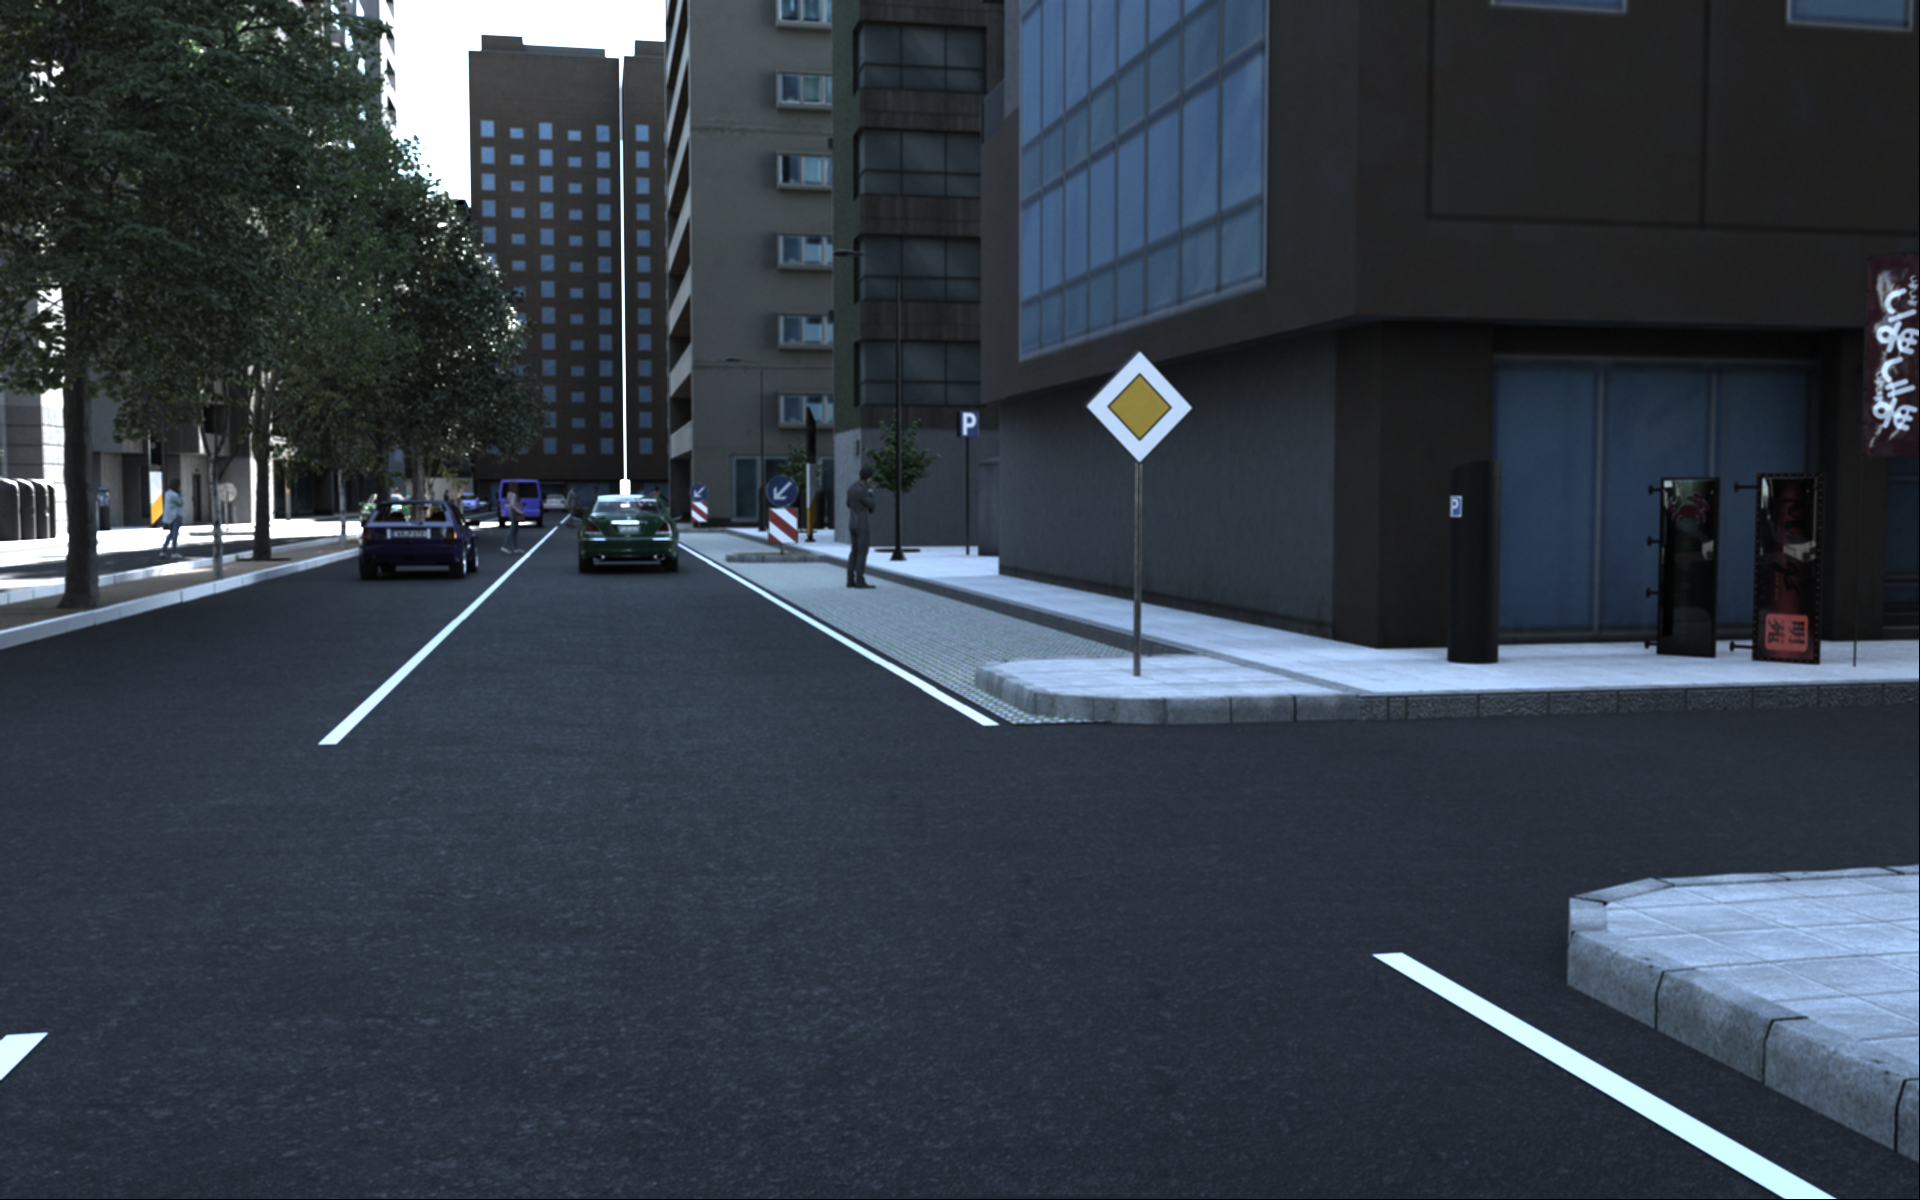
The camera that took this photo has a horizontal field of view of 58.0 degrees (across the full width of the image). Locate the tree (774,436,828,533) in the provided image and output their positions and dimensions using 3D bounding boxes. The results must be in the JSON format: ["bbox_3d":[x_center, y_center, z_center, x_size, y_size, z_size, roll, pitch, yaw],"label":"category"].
[{"bbox_3d":[-5.429,-3.862,57.747,1.663,3.219,1.824,0,3,0],"label":"tree"}]

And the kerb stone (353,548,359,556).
[{"bbox_3d":[-13.878,-1.055,39.440,0.120,0.150,1.000,-1,4,-12],"label":"kerb stone"}]

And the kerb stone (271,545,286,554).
[{"bbox_3d":[-16.562,-1.213,42.023,0.120,0.150,1.000,-1,4,-12],"label":"kerb stone"}]

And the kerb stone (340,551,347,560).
[{"bbox_3d":[-13.451,-0.932,37.441,0.120,0.150,1.000,-1,4,-12],"label":"kerb stone"}]

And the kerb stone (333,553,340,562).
[{"bbox_3d":[-13.232,-0.871,36.431,0.120,0.150,1.000,-1,4,-12],"label":"kerb stone"}]

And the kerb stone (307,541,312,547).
[{"bbox_3d":[-17.428,-1.459,46.046,0.120,0.150,1.000,-1,4,-12],"label":"kerb stone"}]

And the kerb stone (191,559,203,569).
[{"bbox_3d":[-14.647,-0.661,33.005,0.120,0.150,1.000,-1,4,-12],"label":"kerb stone"}]

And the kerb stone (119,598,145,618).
[{"bbox_3d":[-9.813,0.112,20.374,0.120,0.150,1.000,-1,4,-12],"label":"kerb stone"}]

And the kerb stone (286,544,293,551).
[{"bbox_3d":[-16.780,-1.274,43.025,0.120,0.150,1.000,-1,4,-12],"label":"kerb stone"}]

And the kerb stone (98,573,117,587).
[{"bbox_3d":[-13.376,-0.291,26.983,0.120,0.150,1.000,-1,4,-12],"label":"kerb stone"}]

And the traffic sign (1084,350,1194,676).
[{"bbox_3d":[1.246,-0.520,12.152,0.795,2.450,0.064,-1,4,-12],"label":"traffic sign"}]

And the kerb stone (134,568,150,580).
[{"bbox_3d":[-13.795,-0.415,28.996,0.120,0.150,1.000,-1,4,-12],"label":"kerb stone"}]

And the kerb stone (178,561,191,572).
[{"bbox_3d":[-14.433,-0.600,32.003,0.120,0.150,1.000,-1,4,-12],"label":"kerb stone"}]

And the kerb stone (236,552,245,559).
[{"bbox_3d":[-15.504,-0.898,37.010,0.120,0.150,1.000,-1,4,-12],"label":"kerb stone"}]

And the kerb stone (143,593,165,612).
[{"bbox_3d":[-10.033,0.050,21.378,0.120,0.150,1.000,-1,4,-12],"label":"kerb stone"}]

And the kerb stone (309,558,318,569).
[{"bbox_3d":[-12.584,-0.684,33.417,0.120,0.150,1.000,-1,4,-12],"label":"kerb stone"}]

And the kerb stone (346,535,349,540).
[{"bbox_3d":[-18.919,-1.888,53.057,0.120,0.150,1.000,-1,4,-12],"label":"kerb stone"}]

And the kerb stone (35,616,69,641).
[{"bbox_3d":[-9.176,0.296,17.362,0.120,0.150,1.000,-1,4,-12],"label":"kerb stone"}]

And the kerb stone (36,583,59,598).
[{"bbox_3d":[-12.724,-0.104,23.964,0.120,0.150,1.000,-1,4,-12],"label":"kerb stone"}]

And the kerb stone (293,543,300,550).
[{"bbox_3d":[-16.992,-1.336,44.034,0.120,0.150,1.000,-1,4,-12],"label":"kerb stone"}]

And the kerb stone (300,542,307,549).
[{"bbox_3d":[-17.208,-1.398,45.048,0.120,0.150,1.000,-1,4,-12],"label":"kerb stone"}]

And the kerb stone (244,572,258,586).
[{"bbox_3d":[-11.310,-0.318,27.400,0.120,0.150,1.000,-1,4,-12],"label":"kerb stone"}]

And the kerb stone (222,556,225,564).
[{"bbox_3d":[-15.070,-0.780,35.012,0.120,0.150,1.000,-1,4,-12],"label":"kerb stone"}]

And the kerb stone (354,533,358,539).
[{"bbox_3d":[-19.344,-2.010,55.066,0.120,0.150,1.000,-1,4,-12],"label":"kerb stone"}]

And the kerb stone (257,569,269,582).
[{"bbox_3d":[-11.525,-0.380,28.407,0.120,0.150,1.000,-1,4,-12],"label":"kerb stone"}]

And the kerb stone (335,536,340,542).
[{"bbox_3d":[-18.478,-1.760,51.057,0.120,0.150,1.000,-1,4,-12],"label":"kerb stone"}]

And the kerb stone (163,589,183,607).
[{"bbox_3d":[-10.252,-0.011,22.383,0.120,0.150,1.000,-1,4,-12],"label":"kerb stone"}]

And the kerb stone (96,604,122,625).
[{"bbox_3d":[-9.597,0.180,19.371,0.120,0.150,1.000,-1,4,-12],"label":"kerb stone"}]

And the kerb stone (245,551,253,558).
[{"bbox_3d":[-15.709,-0.967,38.015,0.120,0.150,1.000,-1,4,-12],"label":"kerb stone"}]

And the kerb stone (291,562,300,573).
[{"bbox_3d":[-12.165,-0.564,31.415,0.120,0.150,1.000,-1,4,-12],"label":"kerb stone"}]

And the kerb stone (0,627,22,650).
[{"bbox_3d":[-8.966,0.357,16.361,0.120,0.150,1.000,-1,4,-12],"label":"kerb stone"}]

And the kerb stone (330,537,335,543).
[{"bbox_3d":[-18.277,-1.704,50.054,0.120,0.150,1.000,-1,4,-12],"label":"kerb stone"}]

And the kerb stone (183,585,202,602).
[{"bbox_3d":[-10.455,-0.073,23.396,0.120,0.150,1.000,-1,4,-12],"label":"kerb stone"}]

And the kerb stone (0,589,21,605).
[{"bbox_3d":[-12.511,-0.047,22.963,0.120,0.150,1.000,-1,4,-12],"label":"kerb stone"}]

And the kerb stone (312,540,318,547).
[{"bbox_3d":[-17.637,-1.520,47.047,0.120,0.150,1.000,-1,4,-12],"label":"kerb stone"}]

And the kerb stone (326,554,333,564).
[{"bbox_3d":[-13.017,-0.809,35.422,0.120,0.150,1.000,-1,4,-12],"label":"kerb stone"}]

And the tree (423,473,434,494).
[{"bbox_3d":[-48.714,-9.970,157.606,1.663,3.219,1.824,0,3,0],"label":"tree"}]

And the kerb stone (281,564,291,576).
[{"bbox_3d":[-11.948,-0.501,30.412,0.120,0.150,1.000,-1,4,-12],"label":"kerb stone"}]

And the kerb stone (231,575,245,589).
[{"bbox_3d":[-11.100,-0.257,26.399,0.120,0.150,1.000,-1,4,-12],"label":"kerb stone"}]

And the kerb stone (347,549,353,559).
[{"bbox_3d":[-13.661,-0.987,38.441,0.120,0.150,1.000,-1,4,-12],"label":"kerb stone"}]

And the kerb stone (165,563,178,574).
[{"bbox_3d":[-14.221,-0.534,30.999,0.120,0.150,1.000,-1,4,-12],"label":"kerb stone"}]

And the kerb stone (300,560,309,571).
[{"bbox_3d":[-12.374,-0.618,32.417,0.120,0.150,1.000,-1,4,-12],"label":"kerb stone"}]

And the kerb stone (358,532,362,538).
[{"bbox_3d":[-19.550,-2.072,56.072,0.120,0.150,1.000,-1,4,-12],"label":"kerb stone"}]

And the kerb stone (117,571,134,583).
[{"bbox_3d":[-13.578,-0.353,27.990,0.120,0.150,1.000,-1,4,-12],"label":"kerb stone"}]

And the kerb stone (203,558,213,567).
[{"bbox_3d":[-14.860,-0.722,34.011,0.120,0.150,1.000,-1,4,-12],"label":"kerb stone"}]

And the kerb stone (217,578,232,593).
[{"bbox_3d":[-10.883,-0.196,25.400,0.120,0.150,1.000,-1,4,-12],"label":"kerb stone"}]

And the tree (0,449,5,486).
[{"bbox_3d":[-33.800,-4.048,60.781,1.663,3.219,1.824,0,3,0],"label":"tree"}]

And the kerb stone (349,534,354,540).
[{"bbox_3d":[-19.128,-1.949,54.061,0.120,0.150,1.000,-1,4,-12],"label":"kerb stone"}]

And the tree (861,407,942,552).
[{"bbox_3d":[-1.465,-2.693,38.639,1.663,3.219,1.824,0,3,0],"label":"tree"}]

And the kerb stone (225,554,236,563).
[{"bbox_3d":[-15.283,-0.839,36.012,0.120,0.150,1.000,-1,4,-12],"label":"kerb stone"}]

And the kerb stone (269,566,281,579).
[{"bbox_3d":[-11.735,-0.441,29.411,0.120,0.150,1.000,-1,4,-12],"label":"kerb stone"}]

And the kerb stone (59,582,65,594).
[{"bbox_3d":[-12.944,-0.164,24.971,0.120,0.150,1.000,-1,4,-12],"label":"kerb stone"}]

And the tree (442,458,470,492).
[{"bbox_3d":[-21.287,-7.118,69.194,4.737,8.622,4.395,0,3,0],"label":"tree"}]

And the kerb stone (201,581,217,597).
[{"bbox_3d":[-10.675,-0.134,24.398,0.120,0.150,1.000,-1,4,-12],"label":"kerb stone"}]

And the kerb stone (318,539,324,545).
[{"bbox_3d":[-17.847,-1.582,48.055,0.120,0.150,1.000,-1,4,-12],"label":"kerb stone"}]

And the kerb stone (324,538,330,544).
[{"bbox_3d":[-18.063,-1.643,49.054,0.120,0.150,1.000,-1,4,-12],"label":"kerb stone"}]

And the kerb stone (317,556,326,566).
[{"bbox_3d":[-12.794,-0.748,34.424,0.120,0.150,1.000,-1,4,-12],"label":"kerb stone"}]

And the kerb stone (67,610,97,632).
[{"bbox_3d":[-9.390,0.235,18.366,0.120,0.150,1.000,-1,4,-12],"label":"kerb stone"}]

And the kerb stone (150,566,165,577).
[{"bbox_3d":[-14.008,-0.477,29.996,0.120,0.150,1.000,-1,4,-12],"label":"kerb stone"}]
